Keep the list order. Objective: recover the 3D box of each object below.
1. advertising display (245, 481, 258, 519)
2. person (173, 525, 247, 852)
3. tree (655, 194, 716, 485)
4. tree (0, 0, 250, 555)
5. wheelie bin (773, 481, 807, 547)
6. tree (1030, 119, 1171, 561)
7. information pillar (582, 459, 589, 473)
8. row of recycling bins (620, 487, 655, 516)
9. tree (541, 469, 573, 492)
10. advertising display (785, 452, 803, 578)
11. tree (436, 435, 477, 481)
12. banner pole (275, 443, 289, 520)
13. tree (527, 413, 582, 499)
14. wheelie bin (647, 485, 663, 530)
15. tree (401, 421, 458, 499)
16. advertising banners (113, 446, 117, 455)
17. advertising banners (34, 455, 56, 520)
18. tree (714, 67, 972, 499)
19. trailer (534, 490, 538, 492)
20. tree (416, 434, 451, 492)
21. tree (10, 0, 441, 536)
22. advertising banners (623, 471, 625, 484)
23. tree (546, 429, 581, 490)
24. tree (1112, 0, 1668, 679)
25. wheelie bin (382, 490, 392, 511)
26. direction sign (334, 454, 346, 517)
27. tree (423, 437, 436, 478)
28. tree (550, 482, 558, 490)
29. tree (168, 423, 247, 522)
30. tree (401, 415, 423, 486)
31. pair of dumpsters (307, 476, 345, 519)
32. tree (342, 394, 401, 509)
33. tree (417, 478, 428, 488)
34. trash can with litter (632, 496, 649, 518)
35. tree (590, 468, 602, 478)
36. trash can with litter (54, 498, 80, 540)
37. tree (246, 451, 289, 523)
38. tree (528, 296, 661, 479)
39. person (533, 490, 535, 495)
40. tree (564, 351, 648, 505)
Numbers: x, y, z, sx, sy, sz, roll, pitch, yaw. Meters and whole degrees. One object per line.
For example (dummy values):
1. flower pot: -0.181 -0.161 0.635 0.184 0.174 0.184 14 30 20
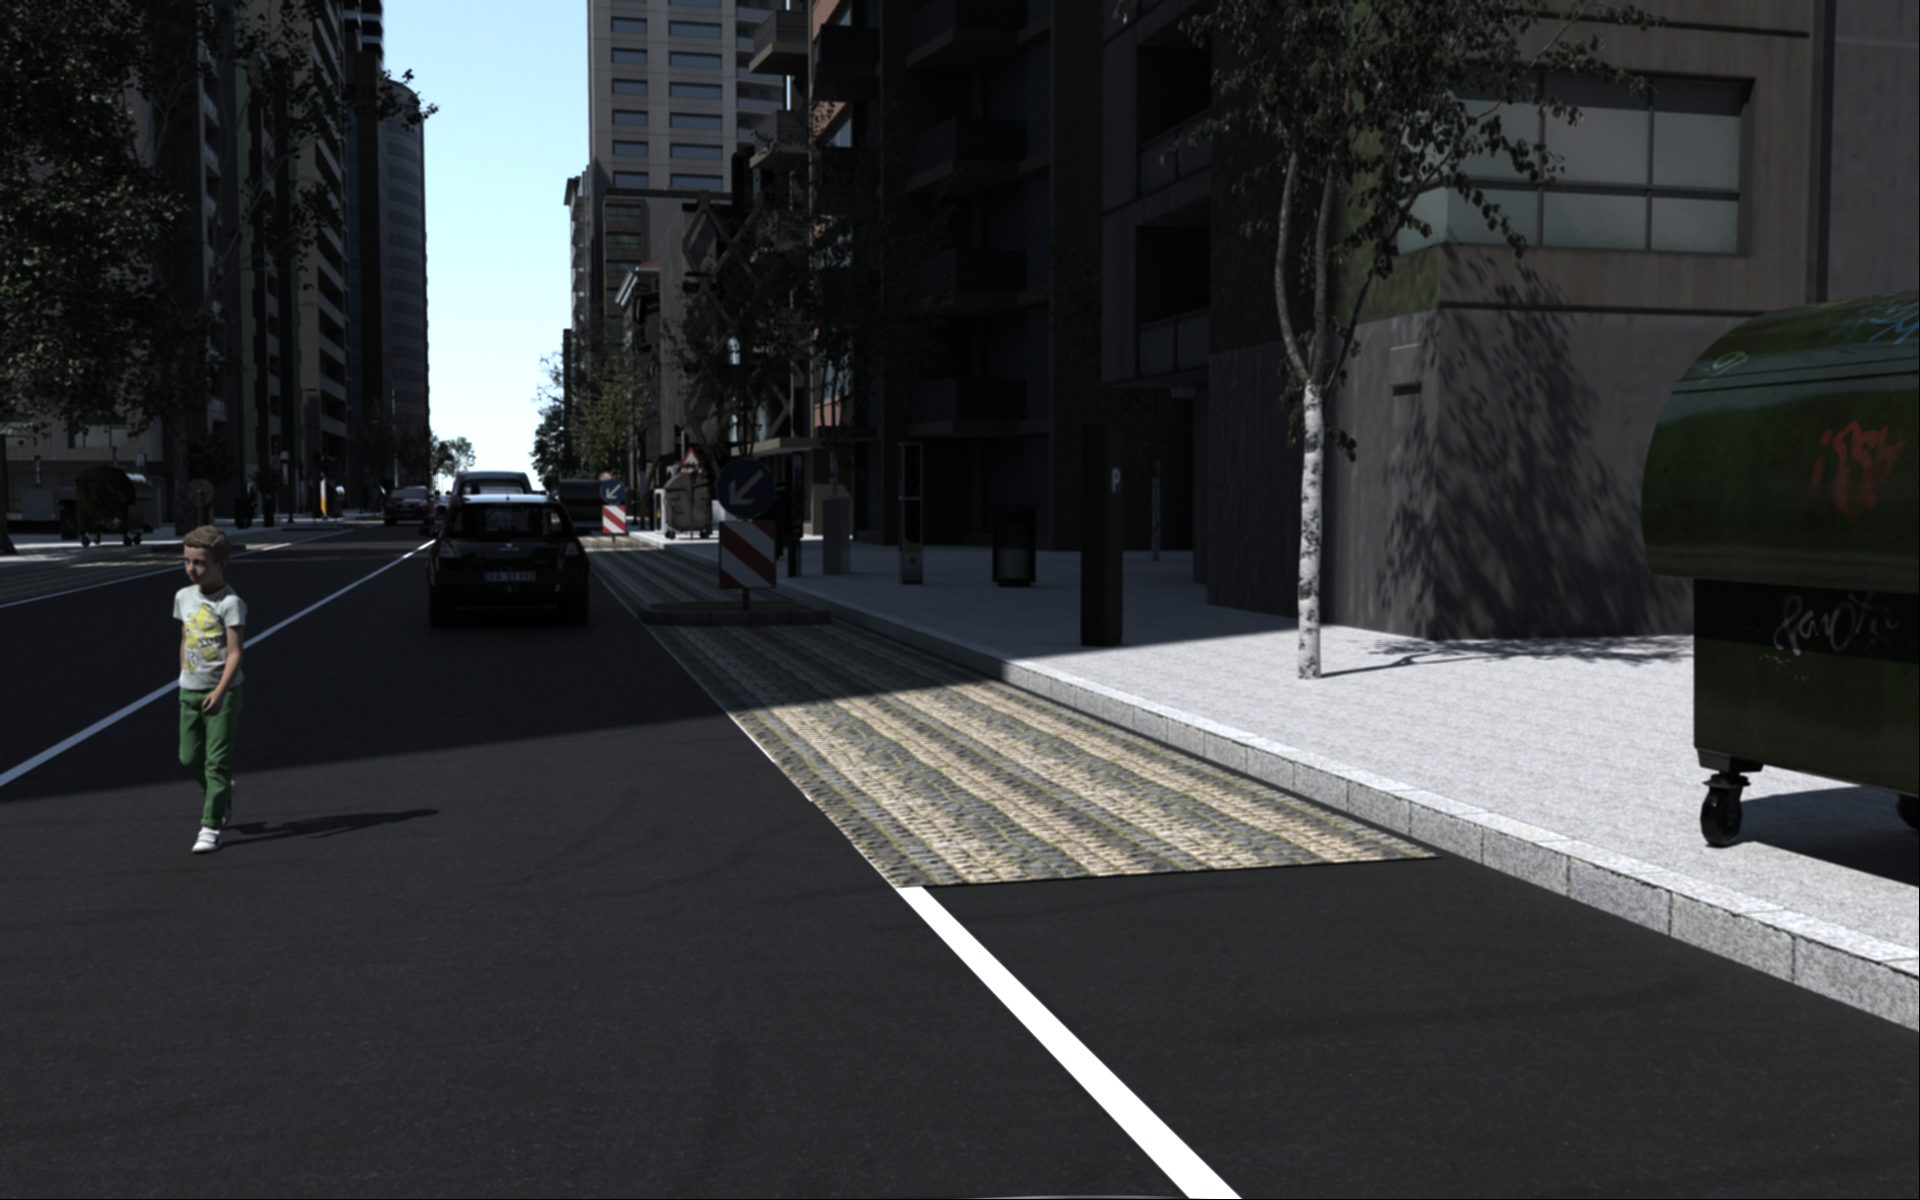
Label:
1. advertising display: -36.370 -5.118 88.894 0.123 1.923 0.974 1 4 8
2. person: -3.075 0.344 7.131 0.306 1.304 0.590 0 4 -8
3. tree: -5.230 -5.582 41.620 4.360 8.622 3.978 0 3 0
4. tree: -20.638 -7.323 36.732 9.611 12.733 9.660 0 3 0
5. wheelie bin: -4.200 -2.087 42.030 0.980 1.594 0.693 0 4 1
6. tree: 3.516 -5.052 32.961 4.737 8.622 4.395 0 3 0
7. information pillar: -25.063 -7.631 116.113 0.504 3.616 0.183 1 4 20
8. row of recycling bins: -18.930 -5.731 100.814 3.534 1.692 1.069 -3 4 -37
9. tree: -46.069 -13.490 204.271 4.285 4.588 4.351 0 3 0
10. advertising display: -2.582 -1.332 26.994 0.123 1.923 0.974 0 4 4
11. tree: -88.087 -23.046 302.561 9.928 11.665 9.643 0 3 0
12. banner pole: -33.211 -5.799 84.836 0.863 3.779 0.401 -2 4 -25
13. tree: -54.049 -19.170 231.547 7.486 12.596 7.792 0 3 0
14. wheelie bin: -10.740 -3.287 61.645 0.693 1.594 0.980 -2 4 -32
15. tree: -67.903 -17.598 222.142 7.601 10.594 8.767 2 4 27
16. advertising banners: -30.630 -4.054 62.471 0.090 3.025 2.074 -1 4 -13
17. advertising banners: -41.556 -5.060 78.918 0.090 3.025 2.074 0 4 3
18. tree: -2.040 -4.932 30.997 4.360 8.622 3.978 0 3 0
19. trailer: -67.952 -16.499 276.814 1.471 1.999 3.904 -1 4 -12
20. tree: -64.437 -15.983 211.685 4.737 8.622 4.395 0 3 0
21. tree: -22.527 -11.960 51.435 12.611 20.169 13.585 0 3 0
22. advertising banners: -25.336 -8.163 129.657 0.090 3.025 2.074 0 4 3
23. tree: -42.710 -14.439 186.440 4.360 8.622 3.978 0 3 0
24. tree: 2.669 -3.761 11.859 4.360 8.622 3.978 0 3 0
25. wheelie bin: -43.366 -7.553 131.396 0.980 1.594 0.693 -2 4 -27
26. direction sign: -35.252 -6.521 98.614 0.876 3.537 0.379 2 4 27
27. tree: -50.115 -12.680 157.675 4.360 8.622 3.978 0 3 0
28. tree: -56.438 -15.087 241.272 1.663 3.219 1.824 0 3 0
29. tree: -35.065 -5.935 80.750 4.285 4.588 4.351 0 3 0
30. tree: -45.986 -11.443 137.461 4.360 8.622 3.978 0 3 0
31. pair of dumpsters: -33.389 -5.424 91.182 1.574 2.255 4.437 -1 4 -14
32. tree: -44.903 -11.099 131.827 4.360 8.622 3.978 0 3 0
33. tree: -58.035 -11.786 187.309 1.663 3.219 1.824 0 3 0
34. trash can with litter: -17.179 -5.025 93.551 0.624 1.170 1.055 1 4 19
35. tree: -27.314 -8.251 129.511 1.663 3.219 1.824 0 3 0
36. trash can with litter: -25.132 -2.289 48.815 0.624 1.170 1.055 -1 4 -22
37. tree: -31.169 -5.097 77.945 1.663 3.219 1.824 0 3 0
38. tree: -21.693 -12.068 107.674 12.009 13.543 11.850 0 3 0
39. person: -45.249 -10.716 183.699 0.705 1.826 1.348 2 4 26
40. tree: -17.738 -8.426 88.129 4.737 8.622 4.395 0 3 0
